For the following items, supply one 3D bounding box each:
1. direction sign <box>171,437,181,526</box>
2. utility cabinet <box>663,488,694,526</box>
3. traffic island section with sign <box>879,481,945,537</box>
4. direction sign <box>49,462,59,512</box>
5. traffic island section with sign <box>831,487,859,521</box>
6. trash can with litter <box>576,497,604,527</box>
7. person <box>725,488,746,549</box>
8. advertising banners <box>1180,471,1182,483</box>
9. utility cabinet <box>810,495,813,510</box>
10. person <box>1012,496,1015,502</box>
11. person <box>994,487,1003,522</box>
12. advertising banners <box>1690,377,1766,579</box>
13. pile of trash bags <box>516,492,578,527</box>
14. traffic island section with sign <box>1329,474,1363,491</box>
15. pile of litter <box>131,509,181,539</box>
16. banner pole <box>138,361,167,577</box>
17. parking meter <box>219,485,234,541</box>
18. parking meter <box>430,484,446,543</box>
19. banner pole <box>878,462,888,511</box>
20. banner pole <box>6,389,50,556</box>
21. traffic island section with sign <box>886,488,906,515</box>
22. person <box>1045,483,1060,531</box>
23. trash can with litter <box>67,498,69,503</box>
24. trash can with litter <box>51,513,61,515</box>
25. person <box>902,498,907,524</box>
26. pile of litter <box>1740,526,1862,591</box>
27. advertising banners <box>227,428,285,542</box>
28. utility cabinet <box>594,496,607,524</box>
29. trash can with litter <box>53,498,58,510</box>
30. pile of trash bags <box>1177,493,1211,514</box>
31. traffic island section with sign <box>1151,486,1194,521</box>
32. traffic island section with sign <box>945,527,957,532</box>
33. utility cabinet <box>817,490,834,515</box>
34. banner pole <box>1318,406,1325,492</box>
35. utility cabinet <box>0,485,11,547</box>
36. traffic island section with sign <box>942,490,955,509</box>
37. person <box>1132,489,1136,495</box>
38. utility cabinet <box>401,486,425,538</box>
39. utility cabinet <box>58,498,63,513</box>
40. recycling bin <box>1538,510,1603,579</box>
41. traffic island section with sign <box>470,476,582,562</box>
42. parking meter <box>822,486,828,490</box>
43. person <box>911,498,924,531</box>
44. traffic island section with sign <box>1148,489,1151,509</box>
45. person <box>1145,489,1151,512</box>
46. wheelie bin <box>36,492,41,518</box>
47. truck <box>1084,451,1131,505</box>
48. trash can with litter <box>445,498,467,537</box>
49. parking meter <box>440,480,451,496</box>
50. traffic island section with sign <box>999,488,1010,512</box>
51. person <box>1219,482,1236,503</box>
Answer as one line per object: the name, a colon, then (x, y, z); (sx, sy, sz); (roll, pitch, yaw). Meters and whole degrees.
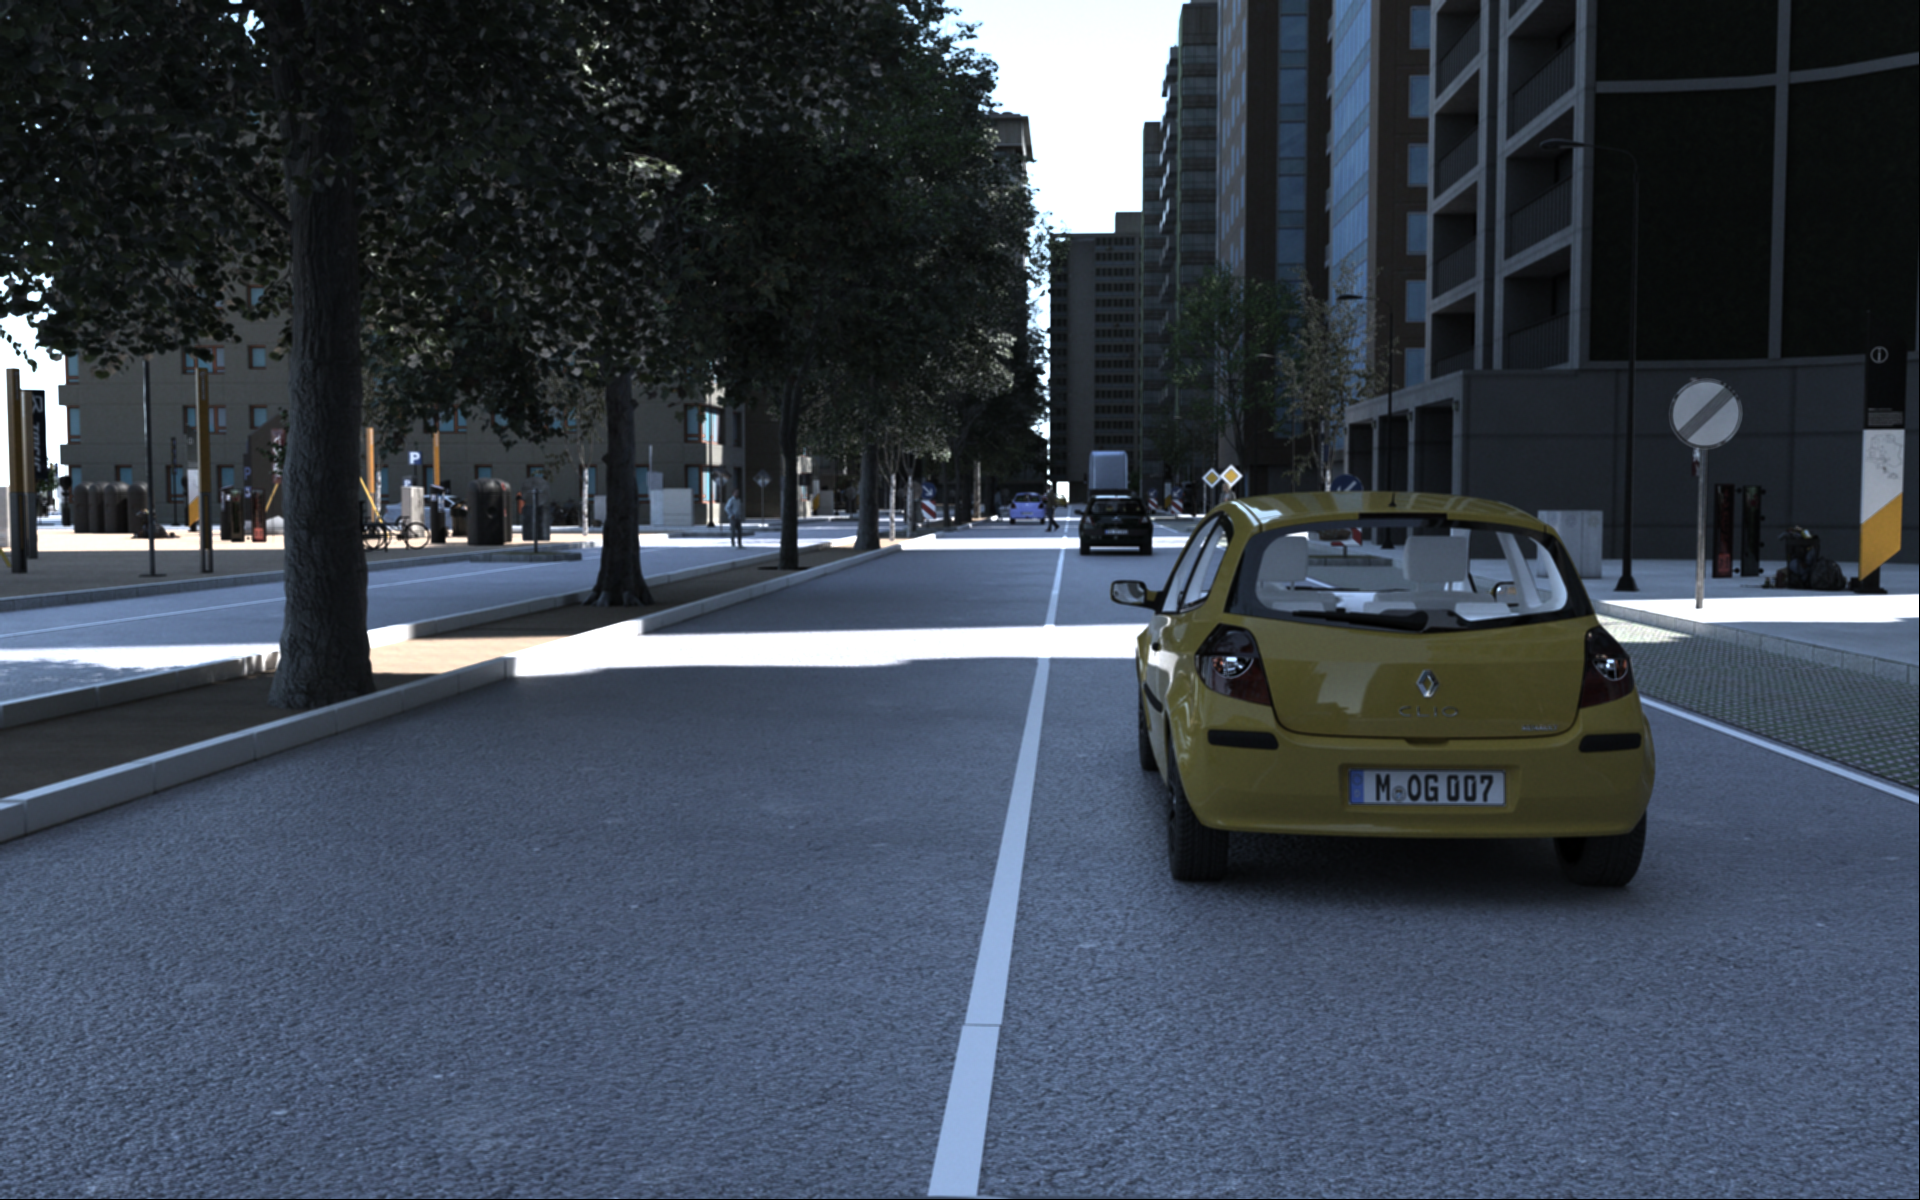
direction sign: (-31.457, -4.732, 69.358); (0.379, 3.537, 0.876); (-2, 4, -34)
utility cabinet: (-11.091, -3.649, 68.347); (1.173, 1.500, 0.318); (1, 4, 12)
traffic island section with sign: (-1.668, -3.107, 58.931); (2.006, 1.907, 1.989); (0, 4, 4)
direction sign: (-64.966, -8.090, 124.275); (0.379, 3.537, 0.876); (1, 4, 11)
traffic island section with sign: (-5.739, -5.076, 91.617); (1.989, 1.847, 2.006); (0, 4, 4)
trash can with litter: (-14.359, -3.419, 67.284); (1.055, 1.170, 0.624); (1, 4, 9)
person: (-5.847, -2.126, 45.066); (0.330, 1.601, 0.589); (3, 5, 42)
advertising banners: (16.645, -8.144, 129.350); (0.090, 3.025, 2.074); (1, 4, 21)
utility cabinet: (-11.667, -7.906, 140.420); (1.020, 1.237, 0.306); (1, 4, 10)
person: (3.251, -5.676, 105.586); (0.425, 1.301, 0.394); (-2, 4, -30)
person: (2.006, -5.001, 90.527); (0.793, 1.790, 0.793); (-3, 4, -38)
advertising banners: (11.699, -1.851, 26.447); (2.074, 3.025, 0.090); (-2, 4, -35)
pile of trash bags: (-16.745, -3.658, 69.566); (3.447, 1.369, 1.912); (3, 5, 41)
traffic island section with sign: (7.604, -1.621, 35.128); (1.989, 1.847, 2.006); (0, 4, 4)
pile of litter: (-23.329, -2.210, 50.095); (1.719, 0.858, 1.176); (2, 4, 30)
banner pole: (-12.729, -2.271, 27.153); (0.401, 3.779, 0.863); (-2, 4, -29)
parking meter: (-20.290, -2.419, 47.963); (0.372, 1.533, 0.369); (0, 3, 0)
parking meter: (-13.611, -2.246, 45.139); (0.372, 1.533, 0.369); (0, 3, 0)
banner pole: (-6.018, -8.811, 134.071); (0.863, 3.779, 0.401); (0, 4, 1)
banner pole: (-19.579, -2.832, 36.324); (0.863, 3.779, 0.401); (-2, 4, -31)
traffic island section with sign: (-3.981, -6.729, 118.654); (1.989, 1.847, 2.006); (0, 4, 4)
person: (3.513, -3.570, 66.773); (0.836, 1.842, 0.656); (-3, 5, -44)
trash can with litter: (-48.811, -5.135, 95.351); (0.624, 1.170, 1.055); (-1, 4, -13)
trash can with litter: (-54.654, -5.789, 105.704); (2.233, 1.210, 1.678); (0, 4, -7)
person: (-2.472, -4.512, 82.470); (0.583, 1.804, 0.606); (-1, 4, -9)
pile of litter: (11.515, -0.584, 23.506); (1.176, 0.858, 1.719); (-1, 4, -22)
advertising banners: (-18.699, -3.051, 46.074); (2.074, 3.025, 0.090); (2, 4, 23)
utility cabinet: (-14.556, -3.684, 71.396); (1.020, 1.237, 0.306); (0, 4, -7)
trash can with litter: (-67.458, -7.199, 129.083); (1.055, 1.170, 0.624); (-3, 4, -37)
pile of trash bags: (15.026, -6.282, 112.470); (1.912, 1.369, 3.447); (-1, 4, -22)
traffic island section with sign: (11.240, -5.038, 90.992); (1.989, 1.847, 2.006); (0, 4, 4)
traffic island section with sign: (-1.178, -3.559, 66.322); (2.006, 1.907, 1.989); (0, 4, 4)
utility cabinet: (-8.083, -5.778, 103.157); (1.173, 1.500, 0.318); (2, 4, 28)
banner pole: (10.268, -3.623, 49.247); (0.401, 3.779, 0.863); (0, 4, 1)
utility cabinet: (-23.107, -2.016, 41.636); (1.173, 1.500, 0.318); (2, 4, 32)
traffic island section with sign: (-0.717, -9.802, 168.895); (1.989, 1.847, 2.006); (0, 4, 4)
person: (13.909, -7.929, 137.981); (0.795, 1.843, 0.661); (3, 5, 40)
utility cabinet: (-15.819, -2.535, 50.132); (0.318, 1.500, 1.173); (0, 4, 0)
utility cabinet: (-62.371, -6.672, 120.243); (0.306, 1.237, 1.020); (-3, 5, -40)
recycling bin: (9.314, -0.851, 26.467); (0.722, 1.027, 0.722); (-1, 4, -10)
traffic island section with sign: (-9.262, -1.753, 37.291); (1.989, 1.847, 2.006); (0, 4, 4)
parking meter: (-9.257, -6.897, 118.478); (0.399, 1.863, 0.255); (-3, 4, -37)
person: (-1.662, -3.389, 64.395); (0.515, 1.767, 0.782); (-1, 4, -20)
traffic island section with sign: (12.980, -6.683, 117.891); (1.989, 1.847, 2.006); (0, 4, 4)
person: (14.623, -7.688, 134.113); (0.656, 1.842, 0.836); (0, 4, 0)
wheelie bin: (-51.617, -5.422, 96.551); (0.980, 1.594, 0.693); (0, 4, -3)
truck: (8.976, -6.880, 102.244); (2.967, 4.110, 18.799); (0, 4, 3)
trash can with litter: (-15.362, -2.505, 52.346); (1.055, 1.170, 0.624); (0, 4, -4)
parking meter: (-21.157, -4.005, 71.196); (0.255, 1.863, 0.399); (2, 4, 30)
traffic island section with sign: (3.677, -8.145, 141.304); (2.006, 1.907, 1.989); (0, 4, 4)
person: (8.421, -2.810, 54.629); (0.537, 1.800, 0.526); (2, 4, 32)
